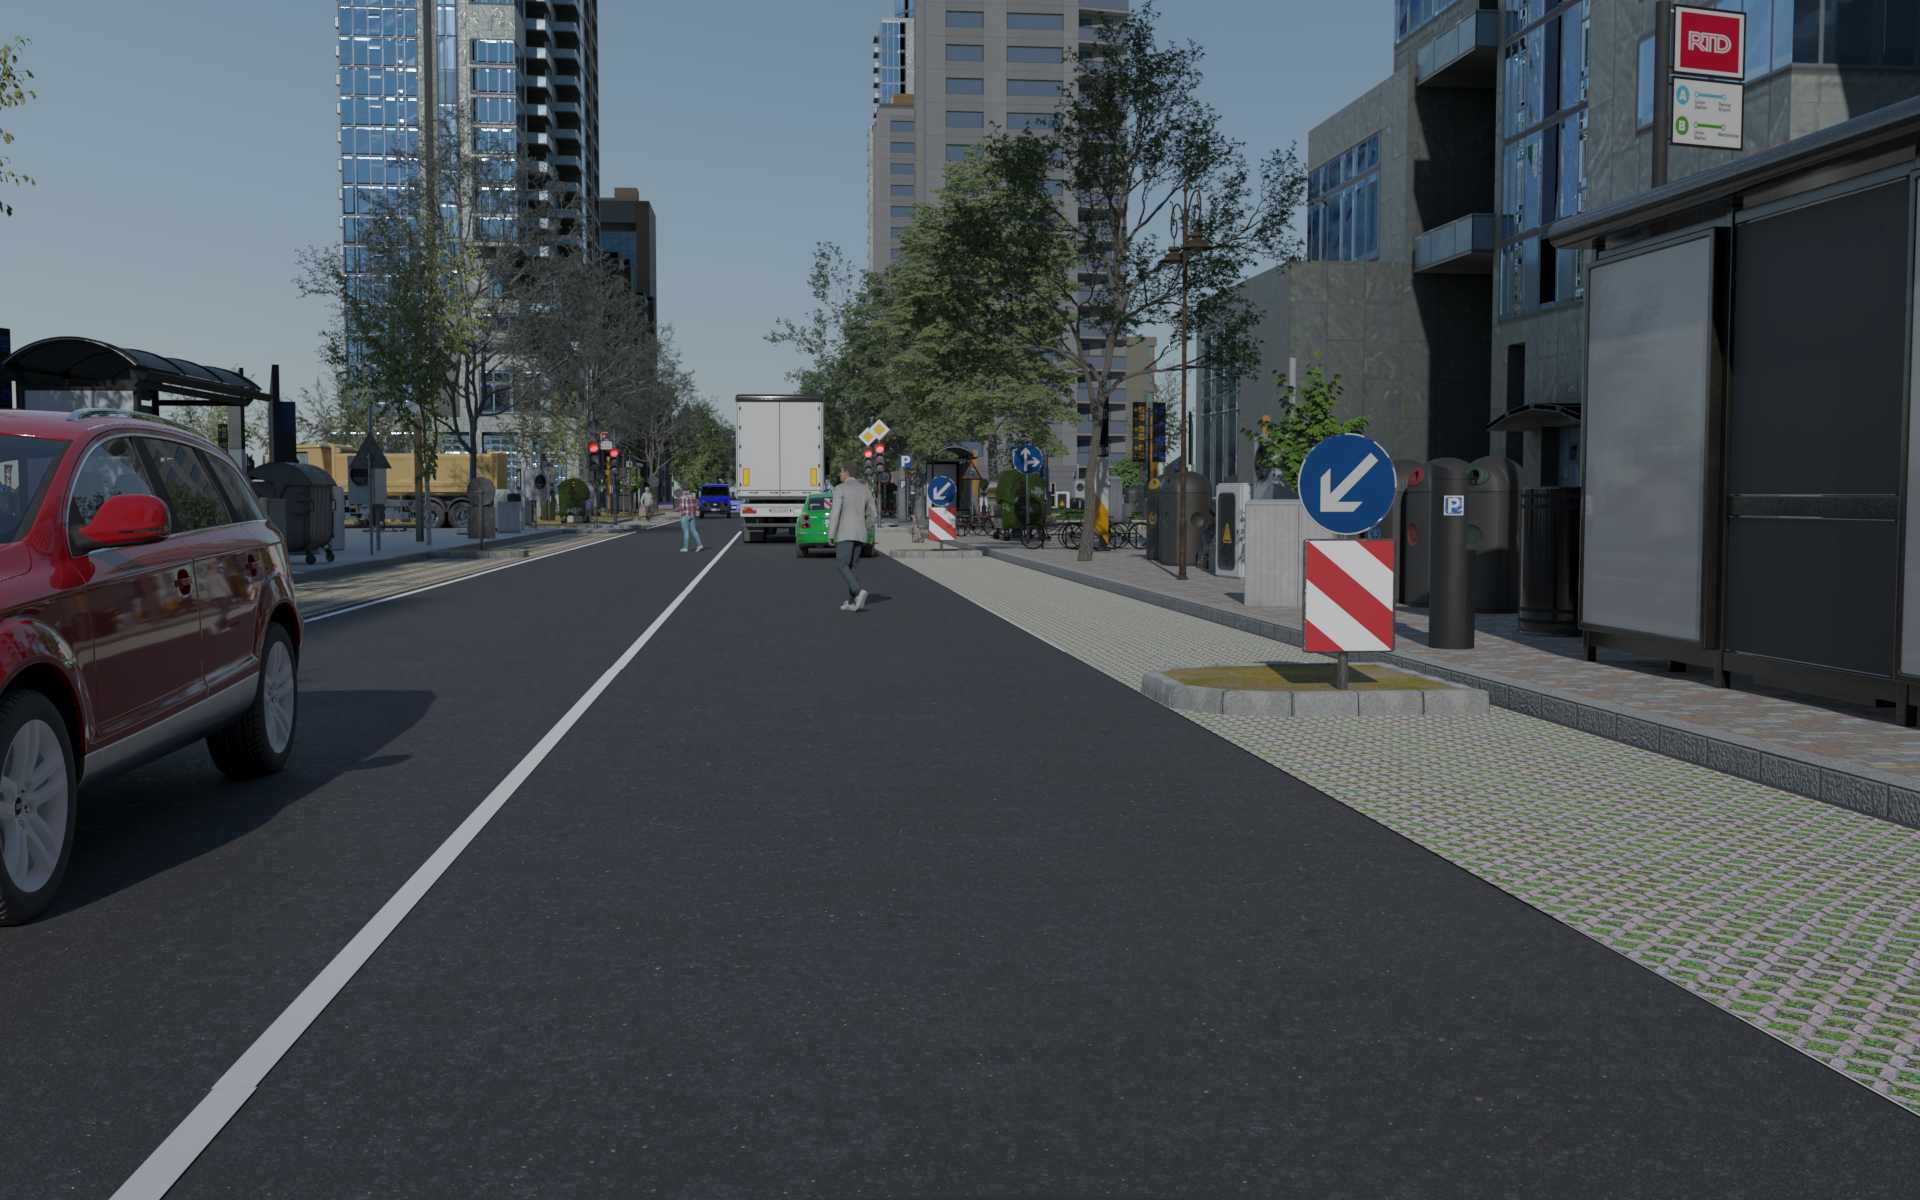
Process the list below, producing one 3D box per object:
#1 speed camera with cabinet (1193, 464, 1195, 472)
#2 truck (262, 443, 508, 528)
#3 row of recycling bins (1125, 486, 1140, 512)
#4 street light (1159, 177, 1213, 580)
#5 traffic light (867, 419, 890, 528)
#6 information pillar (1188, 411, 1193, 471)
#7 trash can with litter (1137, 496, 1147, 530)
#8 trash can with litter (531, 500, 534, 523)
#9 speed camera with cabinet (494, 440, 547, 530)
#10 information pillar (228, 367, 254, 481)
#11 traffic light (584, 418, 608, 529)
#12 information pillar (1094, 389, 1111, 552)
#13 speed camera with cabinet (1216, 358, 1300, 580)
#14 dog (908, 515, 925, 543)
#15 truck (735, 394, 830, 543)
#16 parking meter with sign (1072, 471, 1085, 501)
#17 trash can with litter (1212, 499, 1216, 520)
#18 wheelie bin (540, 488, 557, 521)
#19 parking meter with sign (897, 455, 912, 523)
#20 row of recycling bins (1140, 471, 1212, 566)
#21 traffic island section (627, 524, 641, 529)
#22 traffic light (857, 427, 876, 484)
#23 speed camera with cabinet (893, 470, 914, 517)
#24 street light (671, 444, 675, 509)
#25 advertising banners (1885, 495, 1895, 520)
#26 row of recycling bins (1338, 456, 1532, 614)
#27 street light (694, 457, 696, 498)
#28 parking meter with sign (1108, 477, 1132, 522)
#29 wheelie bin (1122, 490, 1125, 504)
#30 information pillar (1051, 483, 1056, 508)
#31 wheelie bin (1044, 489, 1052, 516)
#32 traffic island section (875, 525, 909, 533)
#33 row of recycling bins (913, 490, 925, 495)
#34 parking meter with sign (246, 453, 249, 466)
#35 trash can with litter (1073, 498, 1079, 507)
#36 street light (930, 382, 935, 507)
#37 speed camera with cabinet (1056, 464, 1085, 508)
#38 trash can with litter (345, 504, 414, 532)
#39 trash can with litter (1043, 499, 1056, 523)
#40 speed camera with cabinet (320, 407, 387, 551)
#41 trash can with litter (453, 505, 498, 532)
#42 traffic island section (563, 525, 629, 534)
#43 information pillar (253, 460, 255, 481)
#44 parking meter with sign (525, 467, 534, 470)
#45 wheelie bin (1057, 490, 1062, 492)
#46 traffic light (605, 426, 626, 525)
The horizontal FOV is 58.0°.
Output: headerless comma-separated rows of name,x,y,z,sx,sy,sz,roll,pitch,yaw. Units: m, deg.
speed camera with cabinet,16.052,-7.362,114.701,0.660,3.252,2.038,-2,4,-30
truck,-22.770,-4.372,67.399,9.791,3.379,3.469,0,4,-4
row of recycling bins,8.948,-5.001,88.878,1.069,1.692,3.534,0,4,6
street light,3.326,-3.237,25.710,0.468,5.910,1.993,0,4,-6
traffic light,-3.048,-4.654,65.018,0.839,4.253,0.868,0,4,-6
information pillar,6.550,-3.540,49.232,0.183,3.616,0.504,1,4,14
trash can with litter,7.337,-3.202,63.404,2.233,1.210,1.678,0,4,0
trash can with litter,-19.214,-4.006,76.878,0.624,1.170,1.055,-3,4,-37
speed camera with cabinet,-15.908,-4.182,62.719,0.660,3.252,2.038,2,4,34
information pillar,-13.454,-2.503,32.272,0.504,3.616,0.183,3,5,40
traffic light,-13.449,-4.586,63.895,0.839,4.253,0.868,0,4,-6
information pillar,3.147,-2.893,38.653,0.183,3.616,0.504,3,5,43
speed camera with cabinet,4.478,-1.929,25.871,0.660,3.252,2.038,-1,4,-15
dog,-1.286,-2.056,50.444,0.513,0.831,0.800,0,4,3
truck,-5.481,-3.993,54.200,2.839,4.237,11.283,0,4,-4
parking meter with sign,9.560,-8.392,133.462,1.738,3.016,0.543,-1,4,-15
trash can with litter,5.357,-1.495,35.831,0.624,1.170,1.055,1,4,11
wheelie bin,-19.852,-4.624,83.508,0.693,1.594,0.980,-3,5,-43
parking meter with sign,-2.569,-5.028,78.475,0.543,3.016,1.738,-1,4,-9
row of recycling bins,4.117,-1.545,32.378,1.069,1.692,3.534,0,4,0
traffic island section,-14.338,-3.039,71.966,2.009,0.180,2.903,0,4,-6
traffic light,-3.896,-5.140,72.958,0.839,4.253,0.868,0,4,-6
speed camera with cabinet,-3.284,-6.324,97.740,0.660,3.252,2.038,-1,4,-14
street light,-24.641,-10.775,148.950,0.468,5.910,1.993,0,4,-6
advertising banners,8.200,-1.106,14.266,0.090,3.025,2.074,0,4,-3
row of recycling bins,5.352,-0.800,20.196,1.069,1.692,3.534,-1,4,-21
street light,-28.827,-13.205,188.684,0.468,5.910,1.993,0,4,-6
parking meter with sign,6.726,-4.844,75.462,1.738,3.016,0.543,-3,4,-37
wheelie bin,12.140,-7.443,129.601,0.980,1.594,0.693,0,4,-1
information pillar,6.052,-6.596,112.335,0.304,2.012,0.304,1,4,9
wheelie bin,5.092,-5.774,102.316,0.693,1.594,0.980,-1,4,-16
traffic island section,-3.007,-2.621,65.137,2.009,0.180,2.903,0,4,-6
row of recycling bins,-2.356,-8.618,148.010,3.534,1.692,1.069,0,4,-1
parking meter with sign,-31.121,-4.724,73.491,0.543,3.016,1.738,3,4,37
trash can with litter,7.470,-6.491,117.183,2.233,1.210,1.678,-1,4,-10
street light,-1.025,-5.632,64.868,0.468,5.910,1.993,0,4,-6
speed camera with cabinet,7.157,-7.307,113.809,2.038,3.252,0.660,-1,4,-15
trash can with litter,-19.406,-2.926,58.899,1.678,1.210,2.233,3,4,37
trash can with litter,3.719,-3.968,76.264,0.624,1.170,1.055,3,5,43
speed camera with cabinet,-14.055,-2.744,39.206,2.038,3.252,0.660,1,4,11
trash can with litter,-16.315,-2.955,59.378,1.678,1.210,2.233,-3,5,-43
traffic island section,-13.490,-2.553,64.026,2.009,0.180,2.903,0,4,-6
information pillar,-41.239,-6.686,100.674,0.504,3.616,0.183,-2,4,-30
parking meter with sign,-27.492,-7.070,111.848,0.543,3.016,1.738,0,4,5
wheelie bin,7.579,-7.571,131.693,0.693,1.594,0.980,-1,4,-16
traffic light,-14.297,-5.071,71.835,0.839,4.253,0.868,0,4,-6
